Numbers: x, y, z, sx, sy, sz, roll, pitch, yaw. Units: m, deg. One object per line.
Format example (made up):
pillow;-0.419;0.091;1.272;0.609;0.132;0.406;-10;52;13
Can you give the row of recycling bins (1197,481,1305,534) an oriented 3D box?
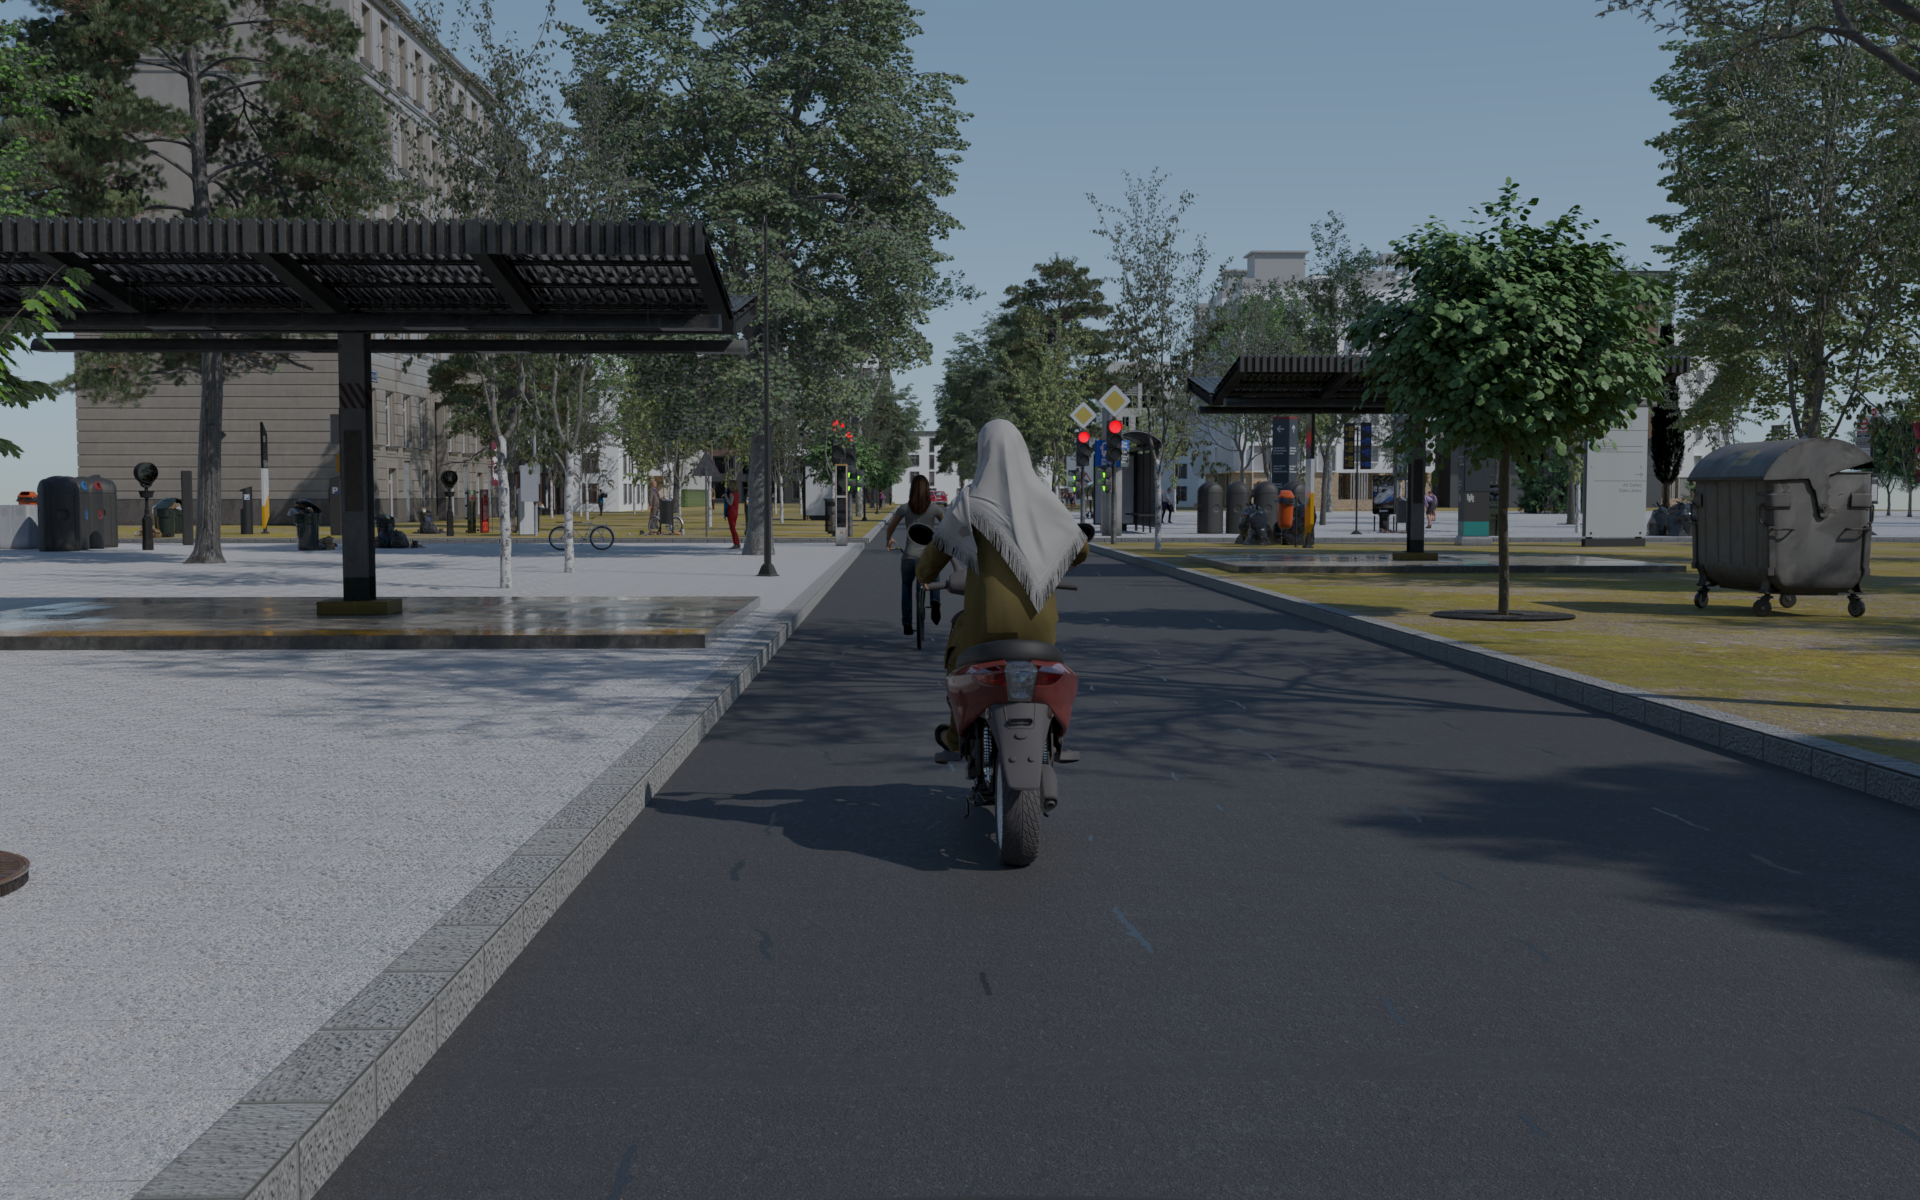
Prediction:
row of recycling bins;9.449;-2.986;55.939;3.534;1.692;1.069;0;4;-1

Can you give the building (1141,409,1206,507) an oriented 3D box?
building;24.247;-14.034;171.607;9.099;9.664;28.070;0;4;-2

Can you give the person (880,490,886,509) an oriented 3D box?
person;-6.845;-8.833;151.138;0.721;1.739;1.217;-3;4;-36

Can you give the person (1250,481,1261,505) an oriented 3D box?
person;10.216;-3.198;59.154;0.655;1.722;0.431;0;4;4

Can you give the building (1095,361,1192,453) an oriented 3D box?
building;35.251;-22.828;239.697;31.486;18.905;16.747;0;4;-2

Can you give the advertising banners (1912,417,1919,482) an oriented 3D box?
advertising banners;22.446;-2.607;38.806;2.074;3.025;0.090;2;4;29

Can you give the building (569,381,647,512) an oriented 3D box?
building;-29.892;-12.155;140.885;9.099;9.664;28.070;0;4;-2

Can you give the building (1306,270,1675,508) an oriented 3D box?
building;48.639;-20.061;171.964;32.646;21.610;27.936;0;4;-2

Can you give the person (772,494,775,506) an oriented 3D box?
person;-19.573;-10.574;182.110;0.799;1.438;0.628;3;5;44

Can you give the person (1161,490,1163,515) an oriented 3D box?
person;9.710;-4.557;83.248;0.600;1.496;0.574;1;4;12

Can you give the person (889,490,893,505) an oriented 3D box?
person;-7.943;-11.793;199.582;0.721;1.735;1.217;-2;4;-24

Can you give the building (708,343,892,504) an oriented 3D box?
building;-25.883;-24.389;242.739;32.646;21.610;27.936;0;4;-2

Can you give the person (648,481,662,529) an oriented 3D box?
person;-11.162;-3.482;63.525;0.434;1.755;0.990;1;4;17

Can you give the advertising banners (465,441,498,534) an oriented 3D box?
advertising banners;-15.638;-3.709;56.826;0.090;3.025;2.074;1;4;17

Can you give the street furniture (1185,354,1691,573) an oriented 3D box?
street furniture;8.100;-2.362;30.730;7.346;3.524;5.398;0;4;-2

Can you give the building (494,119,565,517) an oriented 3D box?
building;-31.018;-16.679;102.383;12.332;23.373;15.834;0;4;-2

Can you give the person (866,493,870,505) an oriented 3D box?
person;-10.499;-11.717;200.869;1.065;1.426;0.557;2;4;32

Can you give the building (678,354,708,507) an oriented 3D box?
building;-42.250;-18.844;174.552;31.486;18.905;16.747;0;4;-2

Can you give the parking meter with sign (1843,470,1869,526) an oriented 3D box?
parking meter with sign;28.620;-3.642;55.815;0.543;3.016;1.738;-1;4;-8

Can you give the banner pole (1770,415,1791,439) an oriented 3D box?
banner pole;26.061;-3.973;54.972;0.401;3.779;0.863;-2;4;-29

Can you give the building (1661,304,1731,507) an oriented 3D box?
building;70.473;-19.706;178.616;11.380;20.091;16.016;0;4;-2

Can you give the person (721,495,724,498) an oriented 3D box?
person;-23.460;-10.272;174.703;1.217;1.736;0.721;-1;4;-18

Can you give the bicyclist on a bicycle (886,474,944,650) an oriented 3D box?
bicyclist on a bicycle;-0.378;-0.388;16.369;1.499;1.676;1.625;0;4;0

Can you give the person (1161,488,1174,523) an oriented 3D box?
person;9.153;-4.169;76.410;0.590;1.554;0.614;1;4;16

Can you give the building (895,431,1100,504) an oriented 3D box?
building;5.104;-17.910;234.973;28.070;9.664;9.099;0;4;-2

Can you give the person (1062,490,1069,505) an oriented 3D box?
person;12.653;-12.081;204.274;1.217;1.736;0.721;0;3;0

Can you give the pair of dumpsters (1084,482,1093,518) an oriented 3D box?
pair of dumpsters;7.549;-5.503;92.460;1.574;2.255;4.436;0;4;-1

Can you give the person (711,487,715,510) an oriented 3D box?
person;-19.655;-8.040;137.593;0.705;1.812;1.348;-1;4;-18

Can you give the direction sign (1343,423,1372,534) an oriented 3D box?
direction sign;12.620;-3.856;55.047;0.876;3.537;0.379;2;4;26

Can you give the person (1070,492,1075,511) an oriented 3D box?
person;8.533;-7.480;131.581;0.421;1.427;0.697;0;4;5

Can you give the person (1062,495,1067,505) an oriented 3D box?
person;12.950;-12.309;209.889;1.348;1.807;0.705;-2;4;-31

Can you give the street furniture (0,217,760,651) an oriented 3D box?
street furniture;-5.867;-1.513;16.844;7.346;3.524;5.398;0;4;-2

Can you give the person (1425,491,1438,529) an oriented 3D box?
person;17.320;-3.370;64.369;0.697;1.427;0.421;1;4;11

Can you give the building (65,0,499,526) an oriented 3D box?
building;-30.440;-17.405;81.840;12.463;27.353;25.104;0;4;-2

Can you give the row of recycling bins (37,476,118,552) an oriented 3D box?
row of recycling bins;-20.477;-2.021;40.161;1.069;1.692;3.534;-1;4;-9

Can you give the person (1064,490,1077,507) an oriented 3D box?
person;11.087;-10.350;176.086;1.217;1.723;0.721;0;4;-2

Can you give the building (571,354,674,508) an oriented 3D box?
building;-34.535;-18.576;160.130;16.016;20.091;11.380;0;4;-2

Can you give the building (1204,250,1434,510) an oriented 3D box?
building;29.019;-17.367;140.364;16.016;20.091;11.380;0;4;-2

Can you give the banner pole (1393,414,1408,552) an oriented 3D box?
banner pole;9.899;-2.966;38.503;0.401;3.779;0.863;-2;4;-28

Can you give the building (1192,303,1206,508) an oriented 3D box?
building;28.706;-18.061;151.718;16.016;20.091;11.380;0;4;-2

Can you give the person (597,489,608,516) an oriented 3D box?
person;-21.371;-5.837;103.345;0.662;1.594;0.647;3;5;44

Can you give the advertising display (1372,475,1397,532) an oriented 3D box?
advertising display;14.412;-3.278;58.805;0.123;1.923;0.974;-2;4;-35

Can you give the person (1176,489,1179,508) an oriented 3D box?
person;19.356;-9.028;154.386;0.721;1.736;1.217;0;4;-1

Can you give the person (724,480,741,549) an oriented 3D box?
person;-5.346;-2.008;40.584;0.444;1.614;0.593;3;4;39
